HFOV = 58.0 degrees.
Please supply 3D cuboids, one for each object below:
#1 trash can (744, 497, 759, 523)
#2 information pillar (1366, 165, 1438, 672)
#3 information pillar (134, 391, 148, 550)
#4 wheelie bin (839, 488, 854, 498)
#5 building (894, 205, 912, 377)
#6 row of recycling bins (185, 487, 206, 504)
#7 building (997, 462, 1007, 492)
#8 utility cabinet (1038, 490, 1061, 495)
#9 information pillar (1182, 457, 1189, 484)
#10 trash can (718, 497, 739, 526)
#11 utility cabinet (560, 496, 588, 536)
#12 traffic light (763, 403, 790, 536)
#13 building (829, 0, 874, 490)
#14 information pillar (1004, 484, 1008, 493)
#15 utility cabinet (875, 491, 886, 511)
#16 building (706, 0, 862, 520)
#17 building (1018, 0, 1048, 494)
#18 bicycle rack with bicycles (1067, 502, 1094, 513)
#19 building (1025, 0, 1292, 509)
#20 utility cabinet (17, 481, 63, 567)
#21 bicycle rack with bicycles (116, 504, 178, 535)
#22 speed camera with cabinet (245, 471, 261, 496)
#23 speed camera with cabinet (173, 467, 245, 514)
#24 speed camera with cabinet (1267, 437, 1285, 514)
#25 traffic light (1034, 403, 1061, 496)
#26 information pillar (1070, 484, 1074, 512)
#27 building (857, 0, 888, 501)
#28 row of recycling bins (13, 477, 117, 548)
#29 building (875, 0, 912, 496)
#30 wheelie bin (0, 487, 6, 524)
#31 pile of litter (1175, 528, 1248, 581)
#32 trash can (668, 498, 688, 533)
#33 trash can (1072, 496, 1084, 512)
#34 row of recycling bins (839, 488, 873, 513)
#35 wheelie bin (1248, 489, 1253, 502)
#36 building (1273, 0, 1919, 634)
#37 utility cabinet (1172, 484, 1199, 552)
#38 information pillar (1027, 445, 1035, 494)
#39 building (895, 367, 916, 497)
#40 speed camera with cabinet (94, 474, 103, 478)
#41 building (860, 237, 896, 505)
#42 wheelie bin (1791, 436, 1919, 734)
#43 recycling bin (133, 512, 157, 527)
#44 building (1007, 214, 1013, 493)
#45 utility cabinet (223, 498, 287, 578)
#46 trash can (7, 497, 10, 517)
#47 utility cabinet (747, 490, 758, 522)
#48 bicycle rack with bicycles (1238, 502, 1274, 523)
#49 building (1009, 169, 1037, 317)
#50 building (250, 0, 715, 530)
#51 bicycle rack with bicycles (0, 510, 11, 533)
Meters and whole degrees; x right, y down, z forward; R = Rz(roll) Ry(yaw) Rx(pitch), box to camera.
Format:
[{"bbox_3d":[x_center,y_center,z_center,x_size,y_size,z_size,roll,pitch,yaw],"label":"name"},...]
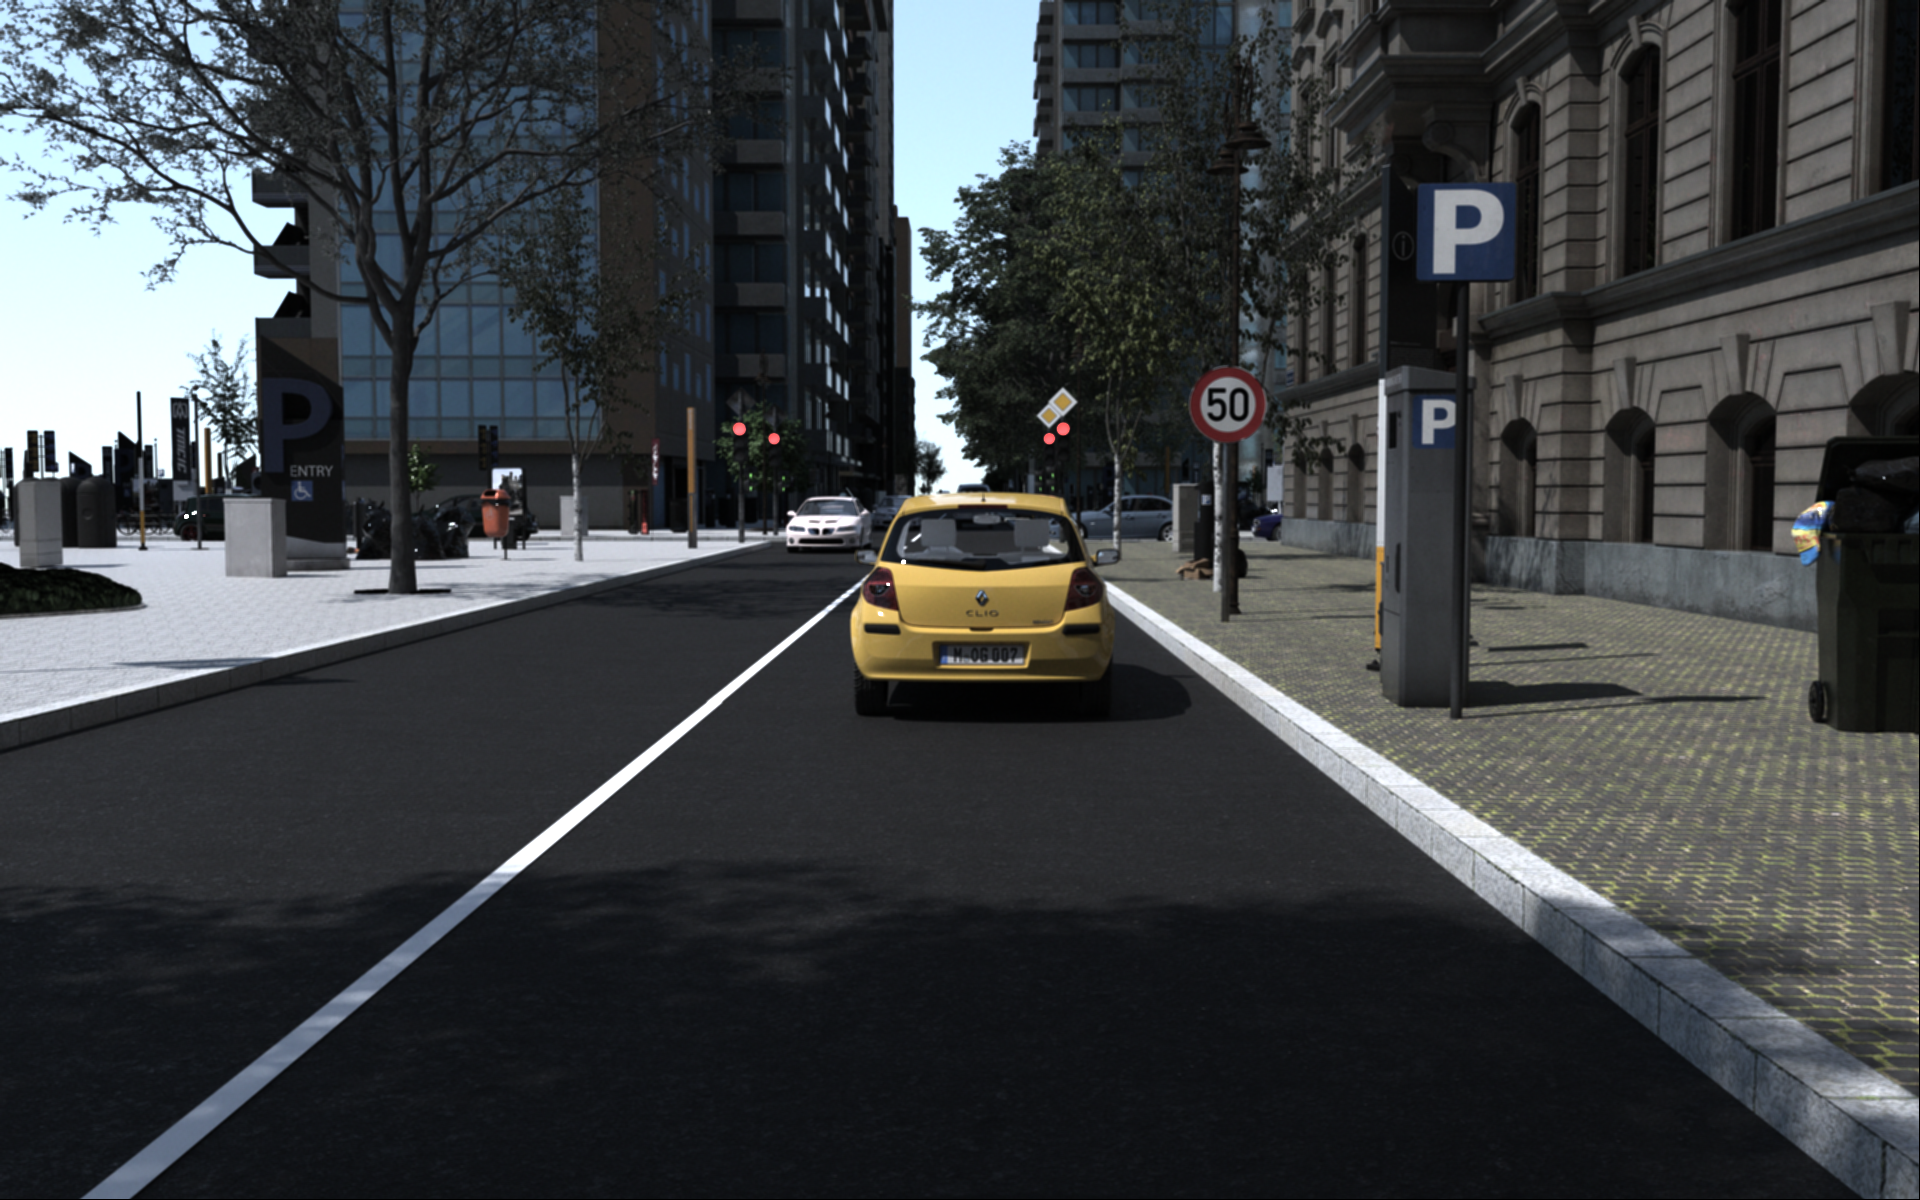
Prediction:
[{"bbox_3d":[-9.194,-3.931,75.931,0.748,1.137,0.748,0,3,0],"label":"trash can"},{"bbox_3d":[3.229,-1.297,12.559,0.504,3.616,0.183,-2,4,-28],"label":"information pillar"},{"bbox_3d":[-18.747,-2.953,39.644,0.183,3.616,0.504,-2,4,-24],"label":"information pillar"},{"bbox_3d":[-5.736,-4.868,87.493,0.693,1.594,0.980,0,4,2],"label":"wheelie bin"},{"bbox_3d":[-14.690,-37.998,271.371,14.600,45.320,14.200,0,4,0],"label":"building"},{"bbox_3d":[-42.187,-5.408,95.533,1.069,1.692,3.534,-3,4,-37],"label":"row of recycling bins"},{"bbox_3d":[12.944,-31.157,281.121,14.160,30.474,14.107,0,4,0],"label":"building"},{"bbox_3d":[4.536,-4.848,87.946,1.173,1.500,0.318,2,4,28],"label":"utility cabinet"},{"bbox_3d":[14.251,-7.211,109.262,0.504,3.616,0.183,3,4,37],"label":"information pillar"},{"bbox_3d":[-9.534,-3.605,70.591,0.748,1.137,0.748,0,3,0],"label":"trash can"},{"bbox_3d":[-11.789,-2.556,52.950,1.020,1.237,0.306,3,5,41],"label":"utility cabinet"},{"bbox_3d":[-5.687,-3.951,53.513,0.839,4.253,0.868,0,4,0],"label":"traffic light"},{"bbox_3d":[-18.671,-29.905,143.574,22.147,44.769,28.867,0,4,0],"label":"building"},{"bbox_3d":[3.185,-7.096,120.509,0.304,2.012,0.304,0,4,5],"label":"information pillar"},{"bbox_3d":[-5.523,-6.832,120.382,0.318,1.500,1.173,2,4,24],"label":"utility cabinet"},{"bbox_3d":[-18.085,-29.284,98.399,23.786,49.044,30.456,0,4,0],"label":"building"},{"bbox_3d":[17.441,-53.379,185.411,22.319,86.520,31.000,0,4,0],"label":"building"},{"bbox_3d":[4.819,-3.829,75.993,2.925,0.926,2.852,0,4,-2],"label":"bicycle rack with bicycles"},{"bbox_3d":[17.914,-32.800,155.881,23.786,49.044,30.456,0,4,0],"label":"building"},{"bbox_3d":[-16.122,-1.325,30.350,0.318,1.500,1.173,-1,4,-9],"label":"utility cabinet"},{"bbox_3d":[-25.802,-2.544,54.968,2.925,0.926,2.852,0,4,-1],"label":"bicycle rack with bicycles"},{"bbox_3d":[-29.087,-4.653,70.404,2.038,3.252,0.660,0,4,-7],"label":"speed camera with cabinet"},{"bbox_3d":[-25.536,-3.939,58.743,2.038,3.252,0.660,0,4,-6],"label":"speed camera with cabinet"},{"bbox_3d":[10.586,-3.785,56.226,0.660,3.252,2.038,2,4,31],"label":"speed camera with cabinet"},{"bbox_3d":[2.724,-3.948,53.478,0.839,4.253,0.868,0,4,0],"label":"traffic light"},{"bbox_3d":[8.064,-7.363,124.882,0.304,2.012,0.304,1,4,8],"label":"information pillar"},{"bbox_3d":[-21.960,-35.611,171.480,28.713,52.752,27.495,0,4,0],"label":"building"},{"bbox_3d":[-21.746,-2.133,41.989,3.534,1.692,1.069,2,4,33],"label":"row of recycling bins"},{"bbox_3d":[-16.725,-48.060,224.031,20.563,71.187,20.611,0,4,0],"label":"building"},{"bbox_3d":[-40.146,-3.920,71.992,0.693,1.594,0.980,2,4,32],"label":"wheelie bin"},{"bbox_3d":[3.799,-0.764,26.459,1.176,0.858,1.719,3,5,39],"label":"pile of litter"},{"bbox_3d":[-9.327,-2.809,57.580,0.748,1.137,0.748,0,3,0],"label":"trash can"},{"bbox_3d":[7.062,-5.615,103.453,0.748,1.137,0.748,0,3,0],"label":"trash can"},{"bbox_3d":[-7.596,-6.745,117.398,3.534,1.692,1.069,1,4,13],"label":"row of recycling bins"},{"bbox_3d":[17.128,-5.885,104.125,0.980,1.594,0.693,-3,4,-38],"label":"wheelie bin"},{"bbox_3d":[13.098,-12.640,25.743,14.460,24.649,34.723,0,4,0],"label":"building"},{"bbox_3d":[5.254,-1.789,37.933,1.173,1.500,0.318,-1,4,-21],"label":"utility cabinet"},{"bbox_3d":[3.008,-5.020,73.435,0.183,3.616,0.504,2,4,35],"label":"information pillar"},{"bbox_3d":[-20.724,-24.807,250.625,27.650,21.520,28.899,0,4,0],"label":"building"},{"bbox_3d":[-39.948,-5.339,81.624,0.660,3.252,2.038,0,4,7],"label":"speed camera with cabinet"},{"bbox_3d":[-14.555,-25.773,193.092,14.160,30.474,14.107,0,4,0],"label":"building"},{"bbox_3d":[5.091,-0.094,9.442,0.980,1.594,0.693,1,4,14],"label":"wheelie bin"},{"bbox_3d":[-32.095,-3.404,68.202,0.722,1.027,0.722,-3,4,-36],"label":"recycling bin"},{"bbox_3d":[13.746,-34.688,250.748,14.154,41.232,14.086,0,4,0],"label":"building"},{"bbox_3d":[-10.895,-0.956,26.795,1.020,1.237,0.306,2,4,25],"label":"utility cabinet"},{"bbox_3d":[-53.068,-5.227,97.120,0.748,1.137,0.748,0,3,0],"label":"trash can"},{"bbox_3d":[-9.295,-4.217,77.621,0.318,1.500,1.173,0,4,2],"label":"utility cabinet"},{"bbox_3d":[13.116,-3.837,76.124,2.852,0.926,2.925,1,4,22],"label":"bicycle rack with bicycles"},{"bbox_3d":[17.471,-35.134,229.071,22.147,44.769,28.867,0,4,0],"label":"building"},{"bbox_3d":[-17.521,-25.473,66.598,14.600,45.320,14.200,0,4,0],"label":"building"},{"bbox_3d":[-31.100,-2.682,57.237,2.852,0.926,2.925,0,4,-7],"label":"bicycle rack with bicycles"}]
